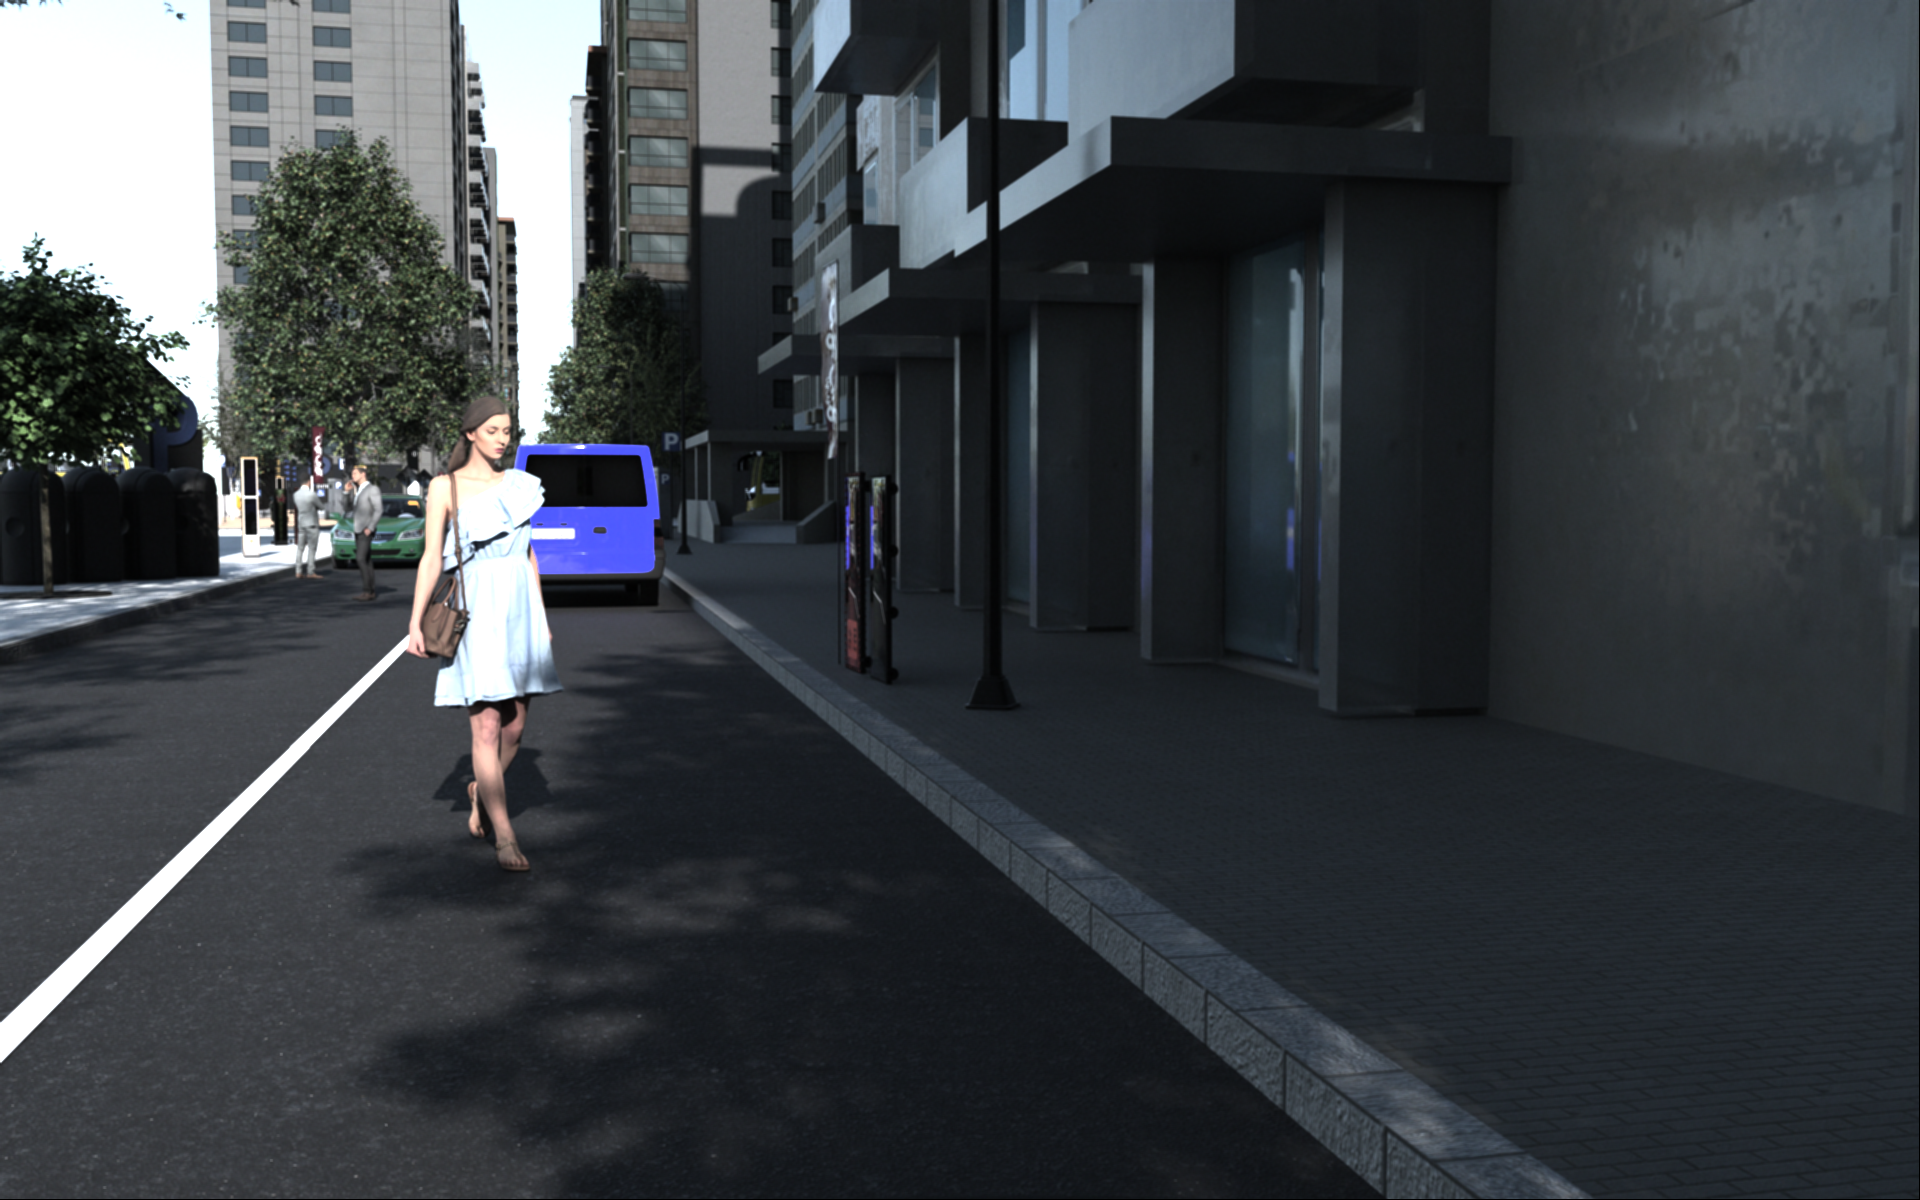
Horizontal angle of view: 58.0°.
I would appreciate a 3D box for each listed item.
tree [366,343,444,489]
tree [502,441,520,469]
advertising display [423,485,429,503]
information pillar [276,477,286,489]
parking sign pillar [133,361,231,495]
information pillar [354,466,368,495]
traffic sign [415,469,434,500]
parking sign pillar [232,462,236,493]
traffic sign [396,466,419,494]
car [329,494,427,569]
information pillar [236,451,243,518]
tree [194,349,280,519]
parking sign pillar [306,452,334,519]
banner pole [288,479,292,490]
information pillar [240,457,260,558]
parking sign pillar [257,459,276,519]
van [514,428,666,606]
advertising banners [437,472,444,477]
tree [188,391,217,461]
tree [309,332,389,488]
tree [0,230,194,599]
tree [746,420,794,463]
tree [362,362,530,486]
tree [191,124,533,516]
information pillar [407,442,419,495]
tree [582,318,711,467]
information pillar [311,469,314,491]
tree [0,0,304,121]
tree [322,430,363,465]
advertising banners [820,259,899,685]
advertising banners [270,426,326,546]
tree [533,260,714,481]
[{"bbox_3d":[-26.234,-8.108,82.932,4.360,8.622,3.978,0,3,0],"label":"tree"},{"bbox_3d":[-54.335,-15.835,209.264,4.360,8.622,3.978,0,3,0],"label":"tree"},{"bbox_3d":[-27.945,-5.289,91.690,0.974,1.923,0.123,1,4,10],"label":"advertising display"},{"bbox_3d":[-29.605,-4.346,75.554,0.304,2.012,0.304,0,4,1],"label":"information pillar"},{"bbox_3d":[-15.018,-2.716,32.880,1.447,3.967,1.447,1,4,21],"label":"parking sign pillar"},{"bbox_3d":[-15.912,-2.544,46.086,0.304,2.012,0.304,-1,4,-9],"label":"information pillar"},{"bbox_3d":[-21.338,-3.998,69.017,0.795,2.450,0.064,-1,4,-13],"label":"traffic sign"},{"bbox_3d":[-51.894,-8.280,123.850,1.447,3.967,1.447,2,4,33],"label":"parking sign pillar"},{"bbox_3d":[-19.532,-3.523,61.238,0.795,2.450,0.064,-1,4,-13],"label":"traffic sign"},{"bbox_3d":[-11.492,-1.411,34.869,2.131,1.459,4.920,-1,4,-13],"label":"car"},{"bbox_3d":[-39.145,-6.292,94.231,0.504,3.616,0.183,1,4,9],"label":"information pillar"},{"bbox_3d":[-36.879,-8.388,87.505,4.360,8.622,3.978,0,3,0],"label":"tree"},{"bbox_3d":[-32.511,-6.088,88.009,1.447,3.967,1.447,-2,4,-25],"label":"parking sign pillar"},{"bbox_3d":[-49.898,-8.500,128.992,0.401,3.779,0.863,0,4,-2],"label":"banner pole"},{"bbox_3d":[-14.288,-1.856,34.845,0.304,2.012,0.304,-2,4,-28],"label":"information pillar"},{"bbox_3d":[-36.595,-6.282,91.189,1.447,3.967,1.447,1,4,12],"label":"parking sign pillar"},{"bbox_3d":[-5.186,-1.177,23.631,2.240,2.365,5.245,-1,4,-14],"label":"van"},{"bbox_3d":[-40.517,-8.667,137.898,2.074,3.025,0.090,0,4,-7],"label":"advertising banners"},{"bbox_3d":[-53.680,-10.355,119.663,4.737,8.622,4.395,0,3,0],"label":"tree"},{"bbox_3d":[-25.469,-7.441,72.019,4.737,8.622,4.395,0,3,0],"label":"tree"},{"bbox_3d":[-11.550,-2.323,21.695,4.285,4.588,4.351,0,3,0],"label":"tree"},{"bbox_3d":[-7.808,-5.693,76.797,4.285,4.588,4.351,0,3,0],"label":"tree"},{"bbox_3d":[-32.760,-10.941,113.303,8.767,10.594,7.601,1,4,18],"label":"tree"},{"bbox_3d":[-19.171,-8.392,54.220,9.611,12.733,9.660,0,3,0],"label":"tree"},{"bbox_3d":[-24.328,-5.245,77.106,0.504,3.616,0.183,0,4,-6],"label":"information pillar"},{"bbox_3d":[-12.981,-7.543,73.689,4.737,8.622,4.395,0,3,0],"label":"tree"},{"bbox_3d":[-29.679,-5.385,79.392,0.183,3.616,0.504,-1,4,-16],"label":"information pillar"},{"bbox_3d":[-8.672,-6.031,8.972,12.009,13.543,11.850,0,3,0],"label":"tree"},{"bbox_3d":[-42.277,-11.635,124.651,8.767,10.594,7.601,-1,4,-11],"label":"tree"},{"bbox_3d":[-0.754,-0.996,12.470,0.090,3.025,2.074,-1,4,-17],"label":"advertising banners"},{"bbox_3d":[-16.692,-2.910,43.773,0.090,3.025,2.074,1,4,19],"label":"advertising banners"},{"bbox_3d":[-16.449,-10.272,84.947,9.611,12.733,9.660,0,3,0],"label":"tree"}]
